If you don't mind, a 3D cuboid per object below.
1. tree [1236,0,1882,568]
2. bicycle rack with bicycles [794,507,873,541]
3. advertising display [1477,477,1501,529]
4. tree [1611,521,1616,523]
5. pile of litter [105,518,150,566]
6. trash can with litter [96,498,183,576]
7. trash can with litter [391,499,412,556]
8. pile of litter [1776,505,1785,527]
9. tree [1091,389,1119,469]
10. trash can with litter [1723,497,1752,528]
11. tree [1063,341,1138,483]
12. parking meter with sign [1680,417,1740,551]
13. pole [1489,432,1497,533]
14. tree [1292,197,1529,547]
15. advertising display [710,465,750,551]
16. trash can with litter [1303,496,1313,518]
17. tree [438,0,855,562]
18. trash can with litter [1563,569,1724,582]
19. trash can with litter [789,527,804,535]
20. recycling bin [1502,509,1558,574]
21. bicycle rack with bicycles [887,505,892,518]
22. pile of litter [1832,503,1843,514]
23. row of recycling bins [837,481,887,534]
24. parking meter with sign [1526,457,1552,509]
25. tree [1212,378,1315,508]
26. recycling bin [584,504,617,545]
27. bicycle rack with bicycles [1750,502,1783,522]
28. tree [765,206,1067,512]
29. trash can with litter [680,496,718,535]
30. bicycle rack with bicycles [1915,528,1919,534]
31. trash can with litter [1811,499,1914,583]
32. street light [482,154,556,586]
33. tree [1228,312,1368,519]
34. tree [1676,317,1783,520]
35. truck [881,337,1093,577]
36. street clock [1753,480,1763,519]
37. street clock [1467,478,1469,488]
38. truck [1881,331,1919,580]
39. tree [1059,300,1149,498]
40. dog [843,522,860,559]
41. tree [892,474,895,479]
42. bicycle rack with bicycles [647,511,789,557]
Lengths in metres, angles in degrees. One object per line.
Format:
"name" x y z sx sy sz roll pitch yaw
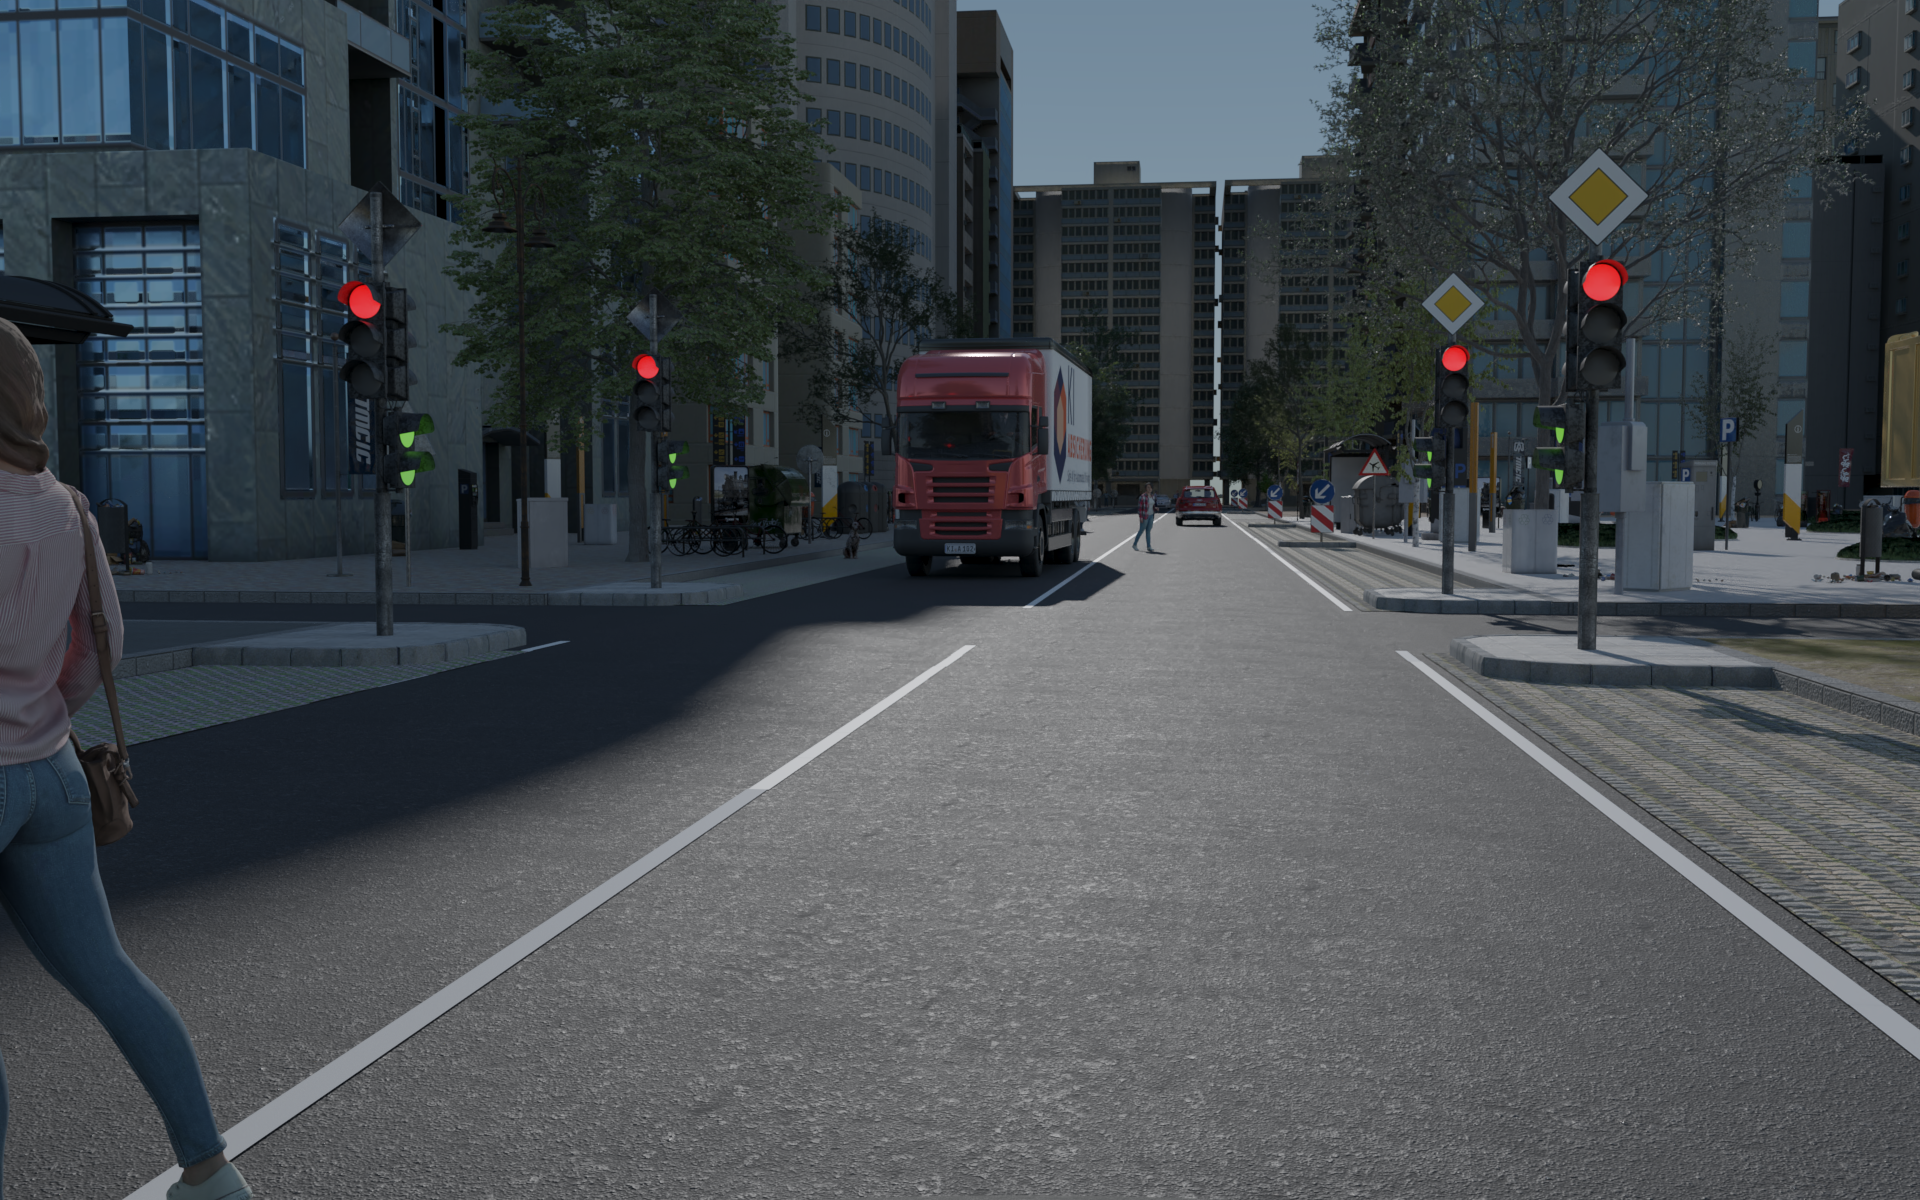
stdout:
"tree" 10.390 -7.340 30.377 12.009 13.543 11.850 0 3 0
"bicycle rack with bicycles" -4.288 -2.172 48.891 2.925 0.926 2.852 3 4 37
"advertising display" 19.728 -3.641 64.743 0.974 1.923 0.123 3 4 38
"tree" 29.610 -5.075 77.574 1.663 3.219 1.824 0 3 0
"pile of litter" -15.436 -1.082 31.658 1.176 0.858 1.719 0 4 0
"trash can with litter" -13.806 -1.019 27.717 2.233 1.210 1.678 1 4 14
"trash can with litter" -11.633 -1.507 36.025 0.624 1.170 1.055 -2 4 -26
"pile of litter" 32.837 -3.323 68.304 1.719 0.858 1.176 -3 4 -38
"tree" 8.488 -12.006 130.707 7.601 10.594 8.767 0 4 2
"trash can with litter" 29.166 -3.282 65.043 0.624 1.170 1.055 -2 4 -25
"tree" 10.179 -14.467 143.187 9.857 13.997 8.962 0 3 0
"parking meter with sign" 16.775 -2.640 39.420 1.738 3.016 0.543 -1 4 -14
"pole" 17.614 -3.877 57.231 0.158 3.312 0.155 0 3 0
"tree" 11.270 -5.597 41.870 4.737 8.622 4.395 0 3 0
"advertising display" -5.170 -2.064 38.961 0.974 1.923 0.123 -3 5 -41
"trash can with litter" 18.999 -5.061 94.135 1.055 1.170 0.624 -3 5 -41
"tree" -5.692 -7.000 32.583 7.486 12.596 7.792 0 3 0
"trash can with litter" 10.125 -0.913 25.989 1.678 1.210 2.233 -2 4 -29
"trash can with litter" -5.286 -2.608 54.023 0.624 1.170 1.055 2 4 25
"recycling bin" 9.260 -0.954 28.151 0.722 1.027 0.722 0 4 4
"bicycle rack with bicycles" -2.750 -4.299 83.670 2.852 0.926 2.925 1 4 14
"pile of litter" 41.094 -4.072 80.539 1.719 0.858 1.176 -3 4 -37
"row of recycling bins" -3.260 -3.054 57.050 1.069 1.692 3.534 1 4 14
"parking meter with sign" 27.241 -5.154 80.523 1.738 3.016 0.543 2 4 35
"tree" 28.355 -15.116 164.153 9.611 12.733 9.660 0 3 0
"recycling bin" -9.111 -1.916 43.878 0.722 1.027 0.722 0 4 -2
"bicycle rack with bicycles" 37.710 -4.143 81.123 2.852 0.926 2.925 2 4 35
"tree" -1.962 -7.429 55.873 8.767 10.594 7.601 -2 4 -34
"trash can with litter" -8.109 -2.694 55.098 1.678 1.210 2.233 1 4 14
"bicycle rack with bicycles" 27.467 -2.040 46.734 2.925 0.926 2.852 -1 4 -11
"trash can with litter" 13.241 -0.897 25.717 2.233 1.210 1.678 -3 4 -39
"street light" -6.070 -3.134 24.021 0.468 5.910 1.993 0 4 8
"tree" 17.346 -9.473 89.294 7.601 10.594 8.767 1 4 8
"tree" 32.515 -7.491 72.847 4.360 8.622 3.978 0 3 0
"truck" 0.824 -2.723 33.437 2.839 4.237 11.283 1 4 9
"street clock" 40.229 -5.063 87.353 0.471 2.002 0.358 -3 4 -37
"street clock" 23.067 -4.541 78.819 0.358 2.002 0.471 2 4 28
"truck" 14.461 -1.262 16.551 9.791 3.379 3.469 1 4 10
"tree" 12.578 -19.330 171.931 12.611 20.169 13.585 0 3 0
"dog" -2.327 -1.312 38.289 0.513 0.831 0.800 1 4 16
"tree" -1.612 -4.384 66.275 1.663 3.219 1.824 0 3 0
"bicycle rack with bicycles" -5.287 -1.394 36.170 2.925 0.926 2.852 1 4 8
